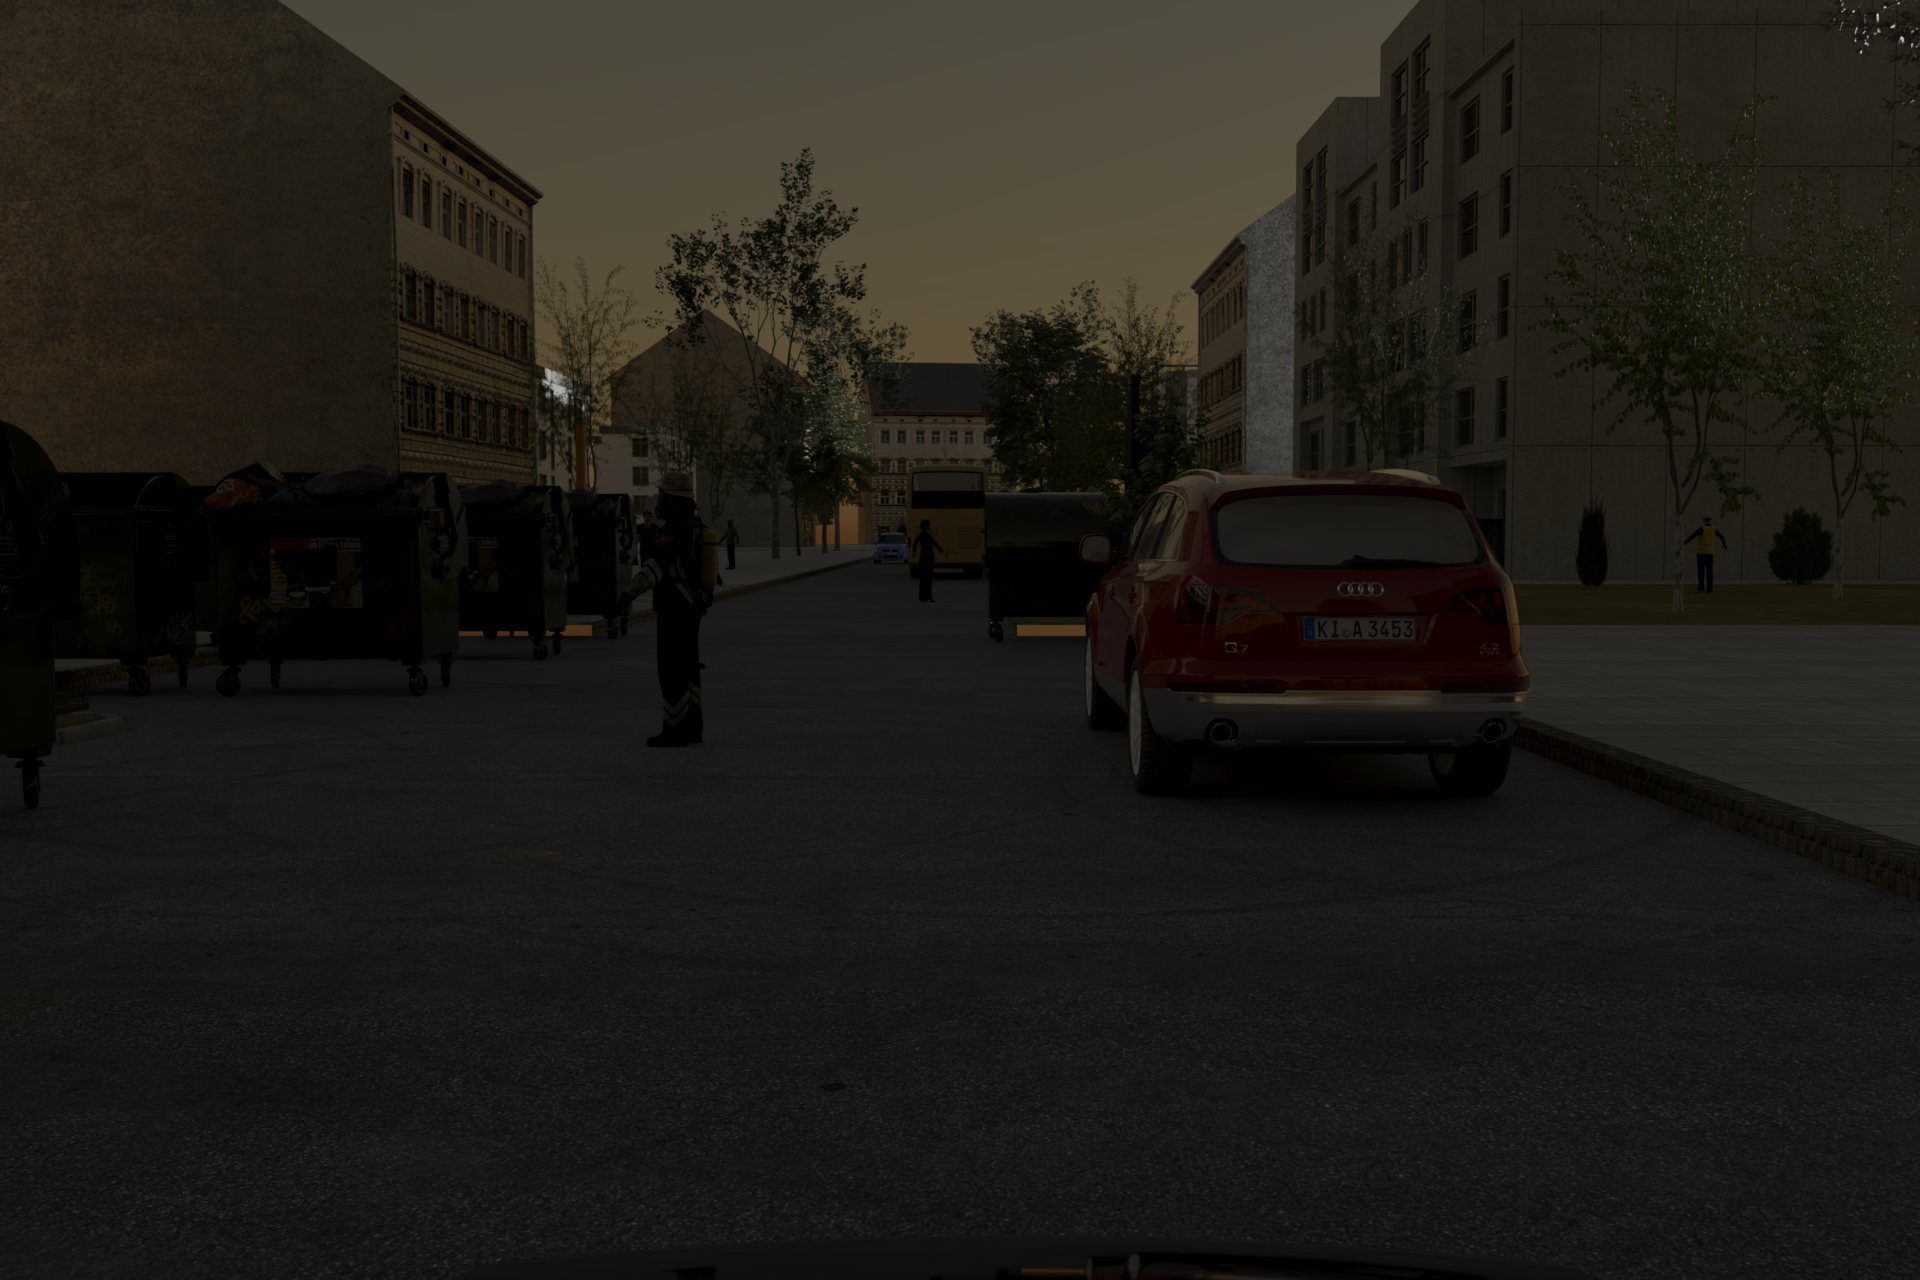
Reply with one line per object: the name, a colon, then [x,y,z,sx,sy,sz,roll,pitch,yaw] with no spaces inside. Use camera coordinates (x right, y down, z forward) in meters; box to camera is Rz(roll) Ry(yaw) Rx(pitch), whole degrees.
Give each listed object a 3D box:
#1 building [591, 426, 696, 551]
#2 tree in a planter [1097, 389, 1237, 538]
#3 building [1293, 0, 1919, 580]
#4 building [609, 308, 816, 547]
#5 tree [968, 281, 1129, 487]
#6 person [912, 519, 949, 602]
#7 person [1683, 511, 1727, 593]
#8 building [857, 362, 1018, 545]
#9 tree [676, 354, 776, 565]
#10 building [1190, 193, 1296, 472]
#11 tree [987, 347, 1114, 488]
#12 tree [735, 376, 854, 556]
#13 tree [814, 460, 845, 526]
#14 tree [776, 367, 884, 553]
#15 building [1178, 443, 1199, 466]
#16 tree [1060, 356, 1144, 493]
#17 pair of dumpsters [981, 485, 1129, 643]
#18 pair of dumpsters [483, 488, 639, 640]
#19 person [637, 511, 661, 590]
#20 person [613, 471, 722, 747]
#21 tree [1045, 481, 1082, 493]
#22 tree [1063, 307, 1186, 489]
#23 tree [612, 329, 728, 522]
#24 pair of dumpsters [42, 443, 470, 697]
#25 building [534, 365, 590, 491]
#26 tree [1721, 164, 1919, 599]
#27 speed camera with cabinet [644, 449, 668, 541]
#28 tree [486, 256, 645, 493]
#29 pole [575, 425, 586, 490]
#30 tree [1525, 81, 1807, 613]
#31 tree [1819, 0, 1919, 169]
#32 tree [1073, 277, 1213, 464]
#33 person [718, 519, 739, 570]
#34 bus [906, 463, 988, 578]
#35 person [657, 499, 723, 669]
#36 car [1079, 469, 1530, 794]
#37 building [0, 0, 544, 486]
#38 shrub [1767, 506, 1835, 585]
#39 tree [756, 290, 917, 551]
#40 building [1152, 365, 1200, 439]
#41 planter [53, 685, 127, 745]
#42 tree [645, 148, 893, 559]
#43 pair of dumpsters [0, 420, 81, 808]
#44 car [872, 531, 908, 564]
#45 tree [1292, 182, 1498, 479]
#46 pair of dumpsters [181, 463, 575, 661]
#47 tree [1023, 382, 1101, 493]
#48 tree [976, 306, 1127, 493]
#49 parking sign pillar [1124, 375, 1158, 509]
building: [-27.009,-12.621,148.498,9.099,9.664,28.070,0,4,1]
tree in a planter: [2.603,-1.479,21.412,1.991,3.239,1.994,0,4,0]
building: [23.563,-12.028,63.119,16.747,18.905,31.486,0,3,0]
building: [-24.845,-21.225,177.959,19.493,23.208,18.063,0,4,-1]
tree: [7.303,-16.706,129.033,12.611,20.169,13.585,0,3,0]
person: [-0.646,-1.664,36.381,0.721,1.740,1.216,-3,4,-37]
person: [16.115,-1.901,37.550,1.216,1.772,0.721,-1,4,-14]
building: [-3.204,-23.686,220.655,18.063,23.208,19.493,-1,4,-8]
tree: [-10.255,-7.391,71.203,4.360,8.622,3.978,0,3,0]
building: [23.734,-16.252,96.654,19.493,23.208,18.063,0,4,0]
tree: [6.180,-12.347,112.244,12.009,13.543,11.850,0,3,0]
tree: [-9.863,-10.255,102.075,7.601,10.594,8.767,-1,4,-10]
tree: [-19.127,-19.208,220.711,9.857,13.997,8.962,0,3,0]
tree: [-9.052,-12.173,117.150,7.486,12.596,7.792,0,3,0]
building: [23.138,-13.307,159.723,9.099,9.664,28.070,0,4,0]
tree: [5.729,-7.461,72.355,4.360,8.622,3.978,0,3,0]
pair of dumpsters: [2.496,-1.127,23.379,4.436,2.255,1.574,0,4,-1]
pair of dumpsters: [-6.757,-1.158,23.889,4.436,2.255,1.574,0,4,0]
person: [-7.103,-2.032,39.416,1.347,1.806,0.705,0,4,-5]
person: [-1.939,-0.217,11.778,0.705,1.856,1.354,1,4,17]
tree: [13.703,-17.750,215.972,9.928,11.665,9.643,0,3,0]
tree: [5.535,-6.507,56.758,4.737,8.622,4.395,0,3,0]
tree: [-9.881,-6.821,61.880,4.360,8.622,3.978,0,3,0]
pair of dumpsters: [-6.831,-0.655,15.664,4.436,2.255,1.574,0,3,0]
building: [-25.450,-9.556,98.387,9.099,9.664,28.070,0,3,0]
tree: [17.198,-5.112,33.938,4.737,8.622,4.395,0,3,0]
speed camera with cabinet: [-6.997,-2.850,40.930,0.660,3.252,2.038,0,4,1]
tree: [-9.632,-5.818,45.482,4.360,8.622,3.978,0,3,0]
pole: [-7.087,-2.359,32.413,0.158,3.312,0.155,0,3,0]
tree: [11.515,-4.738,27.824,4.737,8.622,4.395,0,3,0]
tree: [8.436,-6.076,9.705,12.009,13.543,11.850,0,3,0]
tree: [5.447,-6.076,49.713,4.360,8.622,3.978,0,3,0]
person: [-8.298,-3.451,62.546,0.705,1.813,1.348,-3,4,-38]
bus: [-0.485,-4.143,59.287,2.896,3.916,12.252,0,4,-1]
person: [-2.916,-0.623,18.412,0.705,1.858,1.354,-2,4,-34]
car: [1.952,-0.147,11.078,2.281,1.827,5.304,0,4,0]
building: [-28.429,-14.523,68.387,19.493,23.208,18.063,0,4,1]
shrub: [21.404,-2.426,44.085,1.690,2.028,1.600,0,3,0]
tree: [-9.225,-16.850,131.388,12.611,20.169,13.585,0,3,0]
building: [26.007,-20.381,189.652,16.016,20.090,11.380,0,4,0]
planter: [-7.101,0.547,12.204,1.991,0.319,1.994,0,4,0]
tree: [-9.490,-14.138,87.047,12.611,20.169,13.585,0,3,0]
pair of dumpsters: [-6.862,-0.216,8.480,4.436,2.255,1.574,0,4,1]
car: [-3.279,-4.547,83.940,1.945,1.707,3.694,0,4,0]
tree: [8.882,-5.286,36.793,4.360,8.622,3.978,0,3,0]
pair of dumpsters: [-6.792,-0.918,19.968,4.436,2.255,1.574,0,4,0]
tree: [5.167,-8.101,82.821,4.737,8.622,4.395,0,3,0]
tree: [5.689,-11.620,96.640,9.857,13.997,8.962,0,3,0]
parking sign pillar: [3.110,-2.542,30.040,1.447,3.967,1.447,0,4,0]
